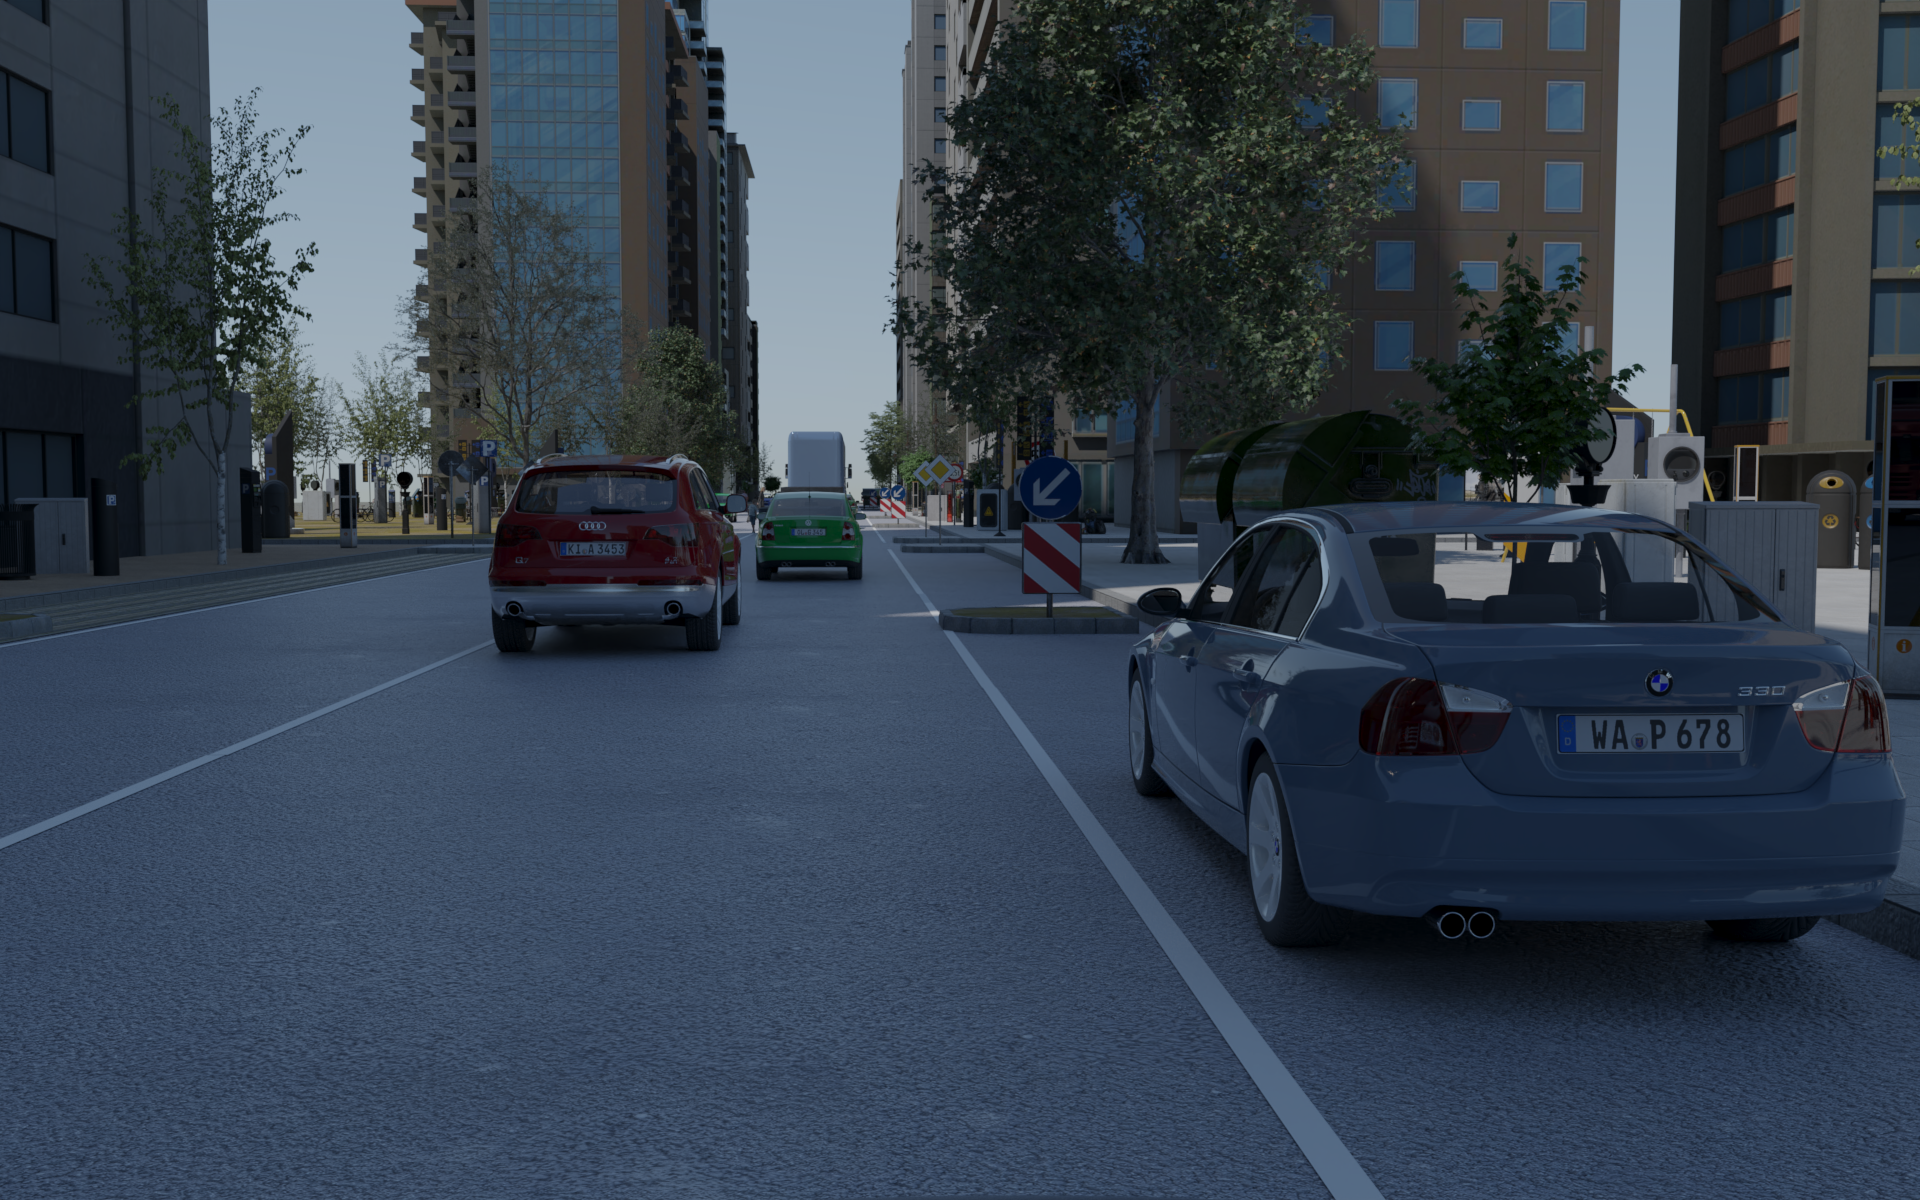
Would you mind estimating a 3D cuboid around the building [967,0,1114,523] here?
[{"bbox_3d":[11.671,-28.288,86.217,21.300,48.544,21.600,0,4,-4],"label":"building"}]

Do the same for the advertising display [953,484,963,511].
[{"bbox_3d":[0.011,-6.681,114.447,0.974,1.923,0.123,-1,4,-13],"label":"advertising display"}]

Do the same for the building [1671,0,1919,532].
[{"bbox_3d":[42.467,-25.172,66.192,28.867,44.769,22.147,0,4,-4],"label":"building"}]

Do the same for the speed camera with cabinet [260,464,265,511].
[{"bbox_3d":[-44.186,-7.077,110.039,0.660,3.252,2.038,0,4,4],"label":"speed camera with cabinet"}]

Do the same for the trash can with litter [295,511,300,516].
[{"bbox_3d":[-38.665,-5.416,99.945,1.055,1.170,0.624,-1,4,-11],"label":"trash can with litter"}]

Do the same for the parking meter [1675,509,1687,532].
[{"bbox_3d":[14.404,-1.614,34.799,0.372,1.533,0.369,0,3,0],"label":"parking meter"}]

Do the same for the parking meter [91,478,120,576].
[{"bbox_3d":[-13.411,-1.148,27.175,0.372,1.533,0.369,0,3,0],"label":"parking meter"}]

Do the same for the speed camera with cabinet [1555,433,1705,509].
[{"bbox_3d":[10.202,-1.962,26.412,2.038,3.252,0.660,0,4,5],"label":"speed camera with cabinet"}]

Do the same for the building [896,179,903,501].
[{"bbox_3d":[1.618,-38.497,253.132,21.300,48.544,21.600,0,4,-4],"label":"building"}]

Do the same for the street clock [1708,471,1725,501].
[{"bbox_3d":[23.849,-3.064,54.669,0.471,2.002,0.358,1,4,15],"label":"street clock"}]

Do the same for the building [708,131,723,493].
[{"bbox_3d":[-33.585,-30.914,189.045,14.154,41.232,14.086,0,4,-4],"label":"building"}]

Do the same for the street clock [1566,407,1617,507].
[{"bbox_3d":[5.241,-0.605,14.461,0.471,2.002,0.358,-3,5,-39],"label":"street clock"}]

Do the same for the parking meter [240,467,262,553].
[{"bbox_3d":[-15.441,-1.958,37.727,0.399,1.863,0.255,1,4,22],"label":"parking meter"}]

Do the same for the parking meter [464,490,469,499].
[{"bbox_3d":[-34.085,-6.817,119.867,0.372,1.533,0.369,0,3,0],"label":"parking meter"}]

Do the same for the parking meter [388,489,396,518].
[{"bbox_3d":[-30.960,-5.260,94.406,0.372,1.533,0.369,0,3,0],"label":"parking meter"}]

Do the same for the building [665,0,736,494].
[{"bbox_3d":[-40.302,-55.774,224.576,22.319,86.520,31.000,0,4,-4],"label":"building"}]

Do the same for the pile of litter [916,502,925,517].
[{"bbox_3d":[-1.758,-5.150,98.163,1.176,0.858,1.719,-2,4,-28],"label":"pile of litter"}]

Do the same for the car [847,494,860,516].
[{"bbox_3d":[-6.756,-5.299,98.444,2.131,1.459,4.920,0,4,-5],"label":"car"}]

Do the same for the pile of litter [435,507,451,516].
[{"bbox_3d":[-29.766,-5.239,99.630,1.176,0.858,1.719,-1,4,-10],"label":"pile of litter"}]

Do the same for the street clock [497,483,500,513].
[{"bbox_3d":[-29.129,-6.373,108.773,0.471,2.002,0.358,-2,4,-28],"label":"street clock"}]

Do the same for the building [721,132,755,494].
[{"bbox_3d":[-45.059,-40.718,254.981,28.713,52.752,27.495,0,4,-4],"label":"building"}]

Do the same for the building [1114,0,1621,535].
[{"bbox_3d":[13.236,-25.100,60.494,14.200,45.320,14.600,0,4,-4],"label":"building"}]

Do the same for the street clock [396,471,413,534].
[{"bbox_3d":[-17.731,-3.107,55.364,0.471,2.002,0.358,0,4,1],"label":"street clock"}]

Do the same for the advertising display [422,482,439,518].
[{"bbox_3d":[-28.188,-5.325,92.282,0.123,1.923,0.974,3,5,42],"label":"advertising display"}]

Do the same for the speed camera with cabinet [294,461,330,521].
[{"bbox_3d":[-31.660,-5.451,83.455,2.038,3.252,0.660,0,4,-6],"label":"speed camera with cabinet"}]

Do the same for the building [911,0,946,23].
[{"bbox_3d":[5.296,-39.347,185.322,21.231,58.520,28.212,0,4,-4],"label":"building"}]

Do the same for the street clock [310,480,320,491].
[{"bbox_3d":[-33.892,-5.291,91.080,0.471,2.002,0.358,2,4,26],"label":"street clock"}]

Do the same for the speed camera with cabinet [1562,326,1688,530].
[{"bbox_3d":[7.570,-1.559,19.821,0.660,3.252,2.038,0,4,3],"label":"speed camera with cabinet"}]

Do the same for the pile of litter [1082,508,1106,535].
[{"bbox_3d":[3.960,-2.530,55.330,1.719,0.858,1.176,-2,4,-25],"label":"pile of litter"}]

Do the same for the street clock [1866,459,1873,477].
[{"bbox_3d":[18.538,-1.857,34.931,0.358,2.002,0.471,-2,4,-33],"label":"street clock"}]

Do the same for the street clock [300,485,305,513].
[{"bbox_3d":[-44.503,-6.898,117.354,0.358,2.002,0.471,0,4,-6],"label":"street clock"}]

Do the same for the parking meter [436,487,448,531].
[{"bbox_3d":[-18.266,-3.220,61.055,0.372,1.533,0.369,0,3,0],"label":"parking meter"}]

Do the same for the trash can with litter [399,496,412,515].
[{"bbox_3d":[-34.351,-5.874,107.425,0.624,1.170,1.055,1,4,11],"label":"trash can with litter"}]

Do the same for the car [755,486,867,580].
[{"bbox_3d":[-2.605,-1.314,30.278,1.959,1.807,4.718,0,4,-4],"label":"car"}]

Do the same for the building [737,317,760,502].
[{"bbox_3d":[-39.543,-30.900,276.917,14.160,30.474,14.107,0,4,-4],"label":"building"}]

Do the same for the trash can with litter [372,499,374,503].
[{"bbox_3d":[-33.442,-5.395,99.593,0.624,1.170,1.055,-1,4,-15],"label":"trash can with litter"}]

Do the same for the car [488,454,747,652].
[{"bbox_3d":[-3.305,-0.528,17.301,2.281,1.827,5.304,0,4,-4],"label":"car"}]

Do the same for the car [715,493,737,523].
[{"bbox_3d":[-12.283,-4.831,87.787,1.959,1.807,4.718,0,4,-4],"label":"car"}]

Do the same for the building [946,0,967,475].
[{"bbox_3d":[12.937,-33.931,144.017,28.713,52.752,27.495,0,4,-4],"label":"building"}]

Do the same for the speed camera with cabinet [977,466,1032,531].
[{"bbox_3d":[1.620,-4.031,60.241,2.038,3.252,0.660,1,4,19],"label":"speed camera with cabinet"}]

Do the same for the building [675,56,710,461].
[{"bbox_3d":[-32.712,-32.059,174.276,14.600,45.320,14.200,0,4,-4],"label":"building"}]

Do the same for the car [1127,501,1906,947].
[{"bbox_3d":[1.768,0.318,6.800,2.014,1.417,4.499,0,4,-3],"label":"car"}]

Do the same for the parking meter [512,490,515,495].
[{"bbox_3d":[-24.552,-5.334,95.620,0.372,1.533,0.369,0,3,0],"label":"parking meter"}]

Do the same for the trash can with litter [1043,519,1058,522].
[{"bbox_3d":[3.230,-2.807,57.279,1.055,1.170,0.624,0,4,6],"label":"trash can with litter"}]

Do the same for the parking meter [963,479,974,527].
[{"bbox_3d":[0.340,-3.750,67.027,0.255,1.863,0.399,-3,5,-44],"label":"parking meter"}]

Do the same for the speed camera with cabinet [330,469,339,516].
[{"bbox_3d":[-37.510,-6.625,102.657,0.660,3.252,2.038,0,4,8],"label":"speed camera with cabinet"}]

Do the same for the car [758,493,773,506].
[{"bbox_3d":[-21.260,-11.004,189.512,1.945,1.707,3.694,0,4,-5],"label":"car"}]

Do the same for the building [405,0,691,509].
[{"bbox_3d":[-35.534,-30.456,152.576,22.147,44.769,28.867,0,4,-4],"label":"building"}]

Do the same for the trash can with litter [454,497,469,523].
[{"bbox_3d":[-22.470,-4.080,78.097,0.624,1.170,1.055,-1,4,-14],"label":"trash can with litter"}]

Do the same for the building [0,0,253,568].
[{"bbox_3d":[-26.836,-36.147,29.248,20.611,71.187,20.563,0,4,-4],"label":"building"}]

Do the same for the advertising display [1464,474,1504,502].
[{"bbox_3d":[11.898,-2.079,39.199,0.974,1.923,0.123,2,4,29],"label":"advertising display"}]

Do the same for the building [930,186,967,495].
[{"bbox_3d":[4.033,-24.051,164.934,14.160,30.474,14.107,0,4,-4],"label":"building"}]

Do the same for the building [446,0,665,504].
[{"bbox_3d":[-29.910,-29.435,131.380,14.600,45.320,14.200,0,4,-4],"label":"building"}]
